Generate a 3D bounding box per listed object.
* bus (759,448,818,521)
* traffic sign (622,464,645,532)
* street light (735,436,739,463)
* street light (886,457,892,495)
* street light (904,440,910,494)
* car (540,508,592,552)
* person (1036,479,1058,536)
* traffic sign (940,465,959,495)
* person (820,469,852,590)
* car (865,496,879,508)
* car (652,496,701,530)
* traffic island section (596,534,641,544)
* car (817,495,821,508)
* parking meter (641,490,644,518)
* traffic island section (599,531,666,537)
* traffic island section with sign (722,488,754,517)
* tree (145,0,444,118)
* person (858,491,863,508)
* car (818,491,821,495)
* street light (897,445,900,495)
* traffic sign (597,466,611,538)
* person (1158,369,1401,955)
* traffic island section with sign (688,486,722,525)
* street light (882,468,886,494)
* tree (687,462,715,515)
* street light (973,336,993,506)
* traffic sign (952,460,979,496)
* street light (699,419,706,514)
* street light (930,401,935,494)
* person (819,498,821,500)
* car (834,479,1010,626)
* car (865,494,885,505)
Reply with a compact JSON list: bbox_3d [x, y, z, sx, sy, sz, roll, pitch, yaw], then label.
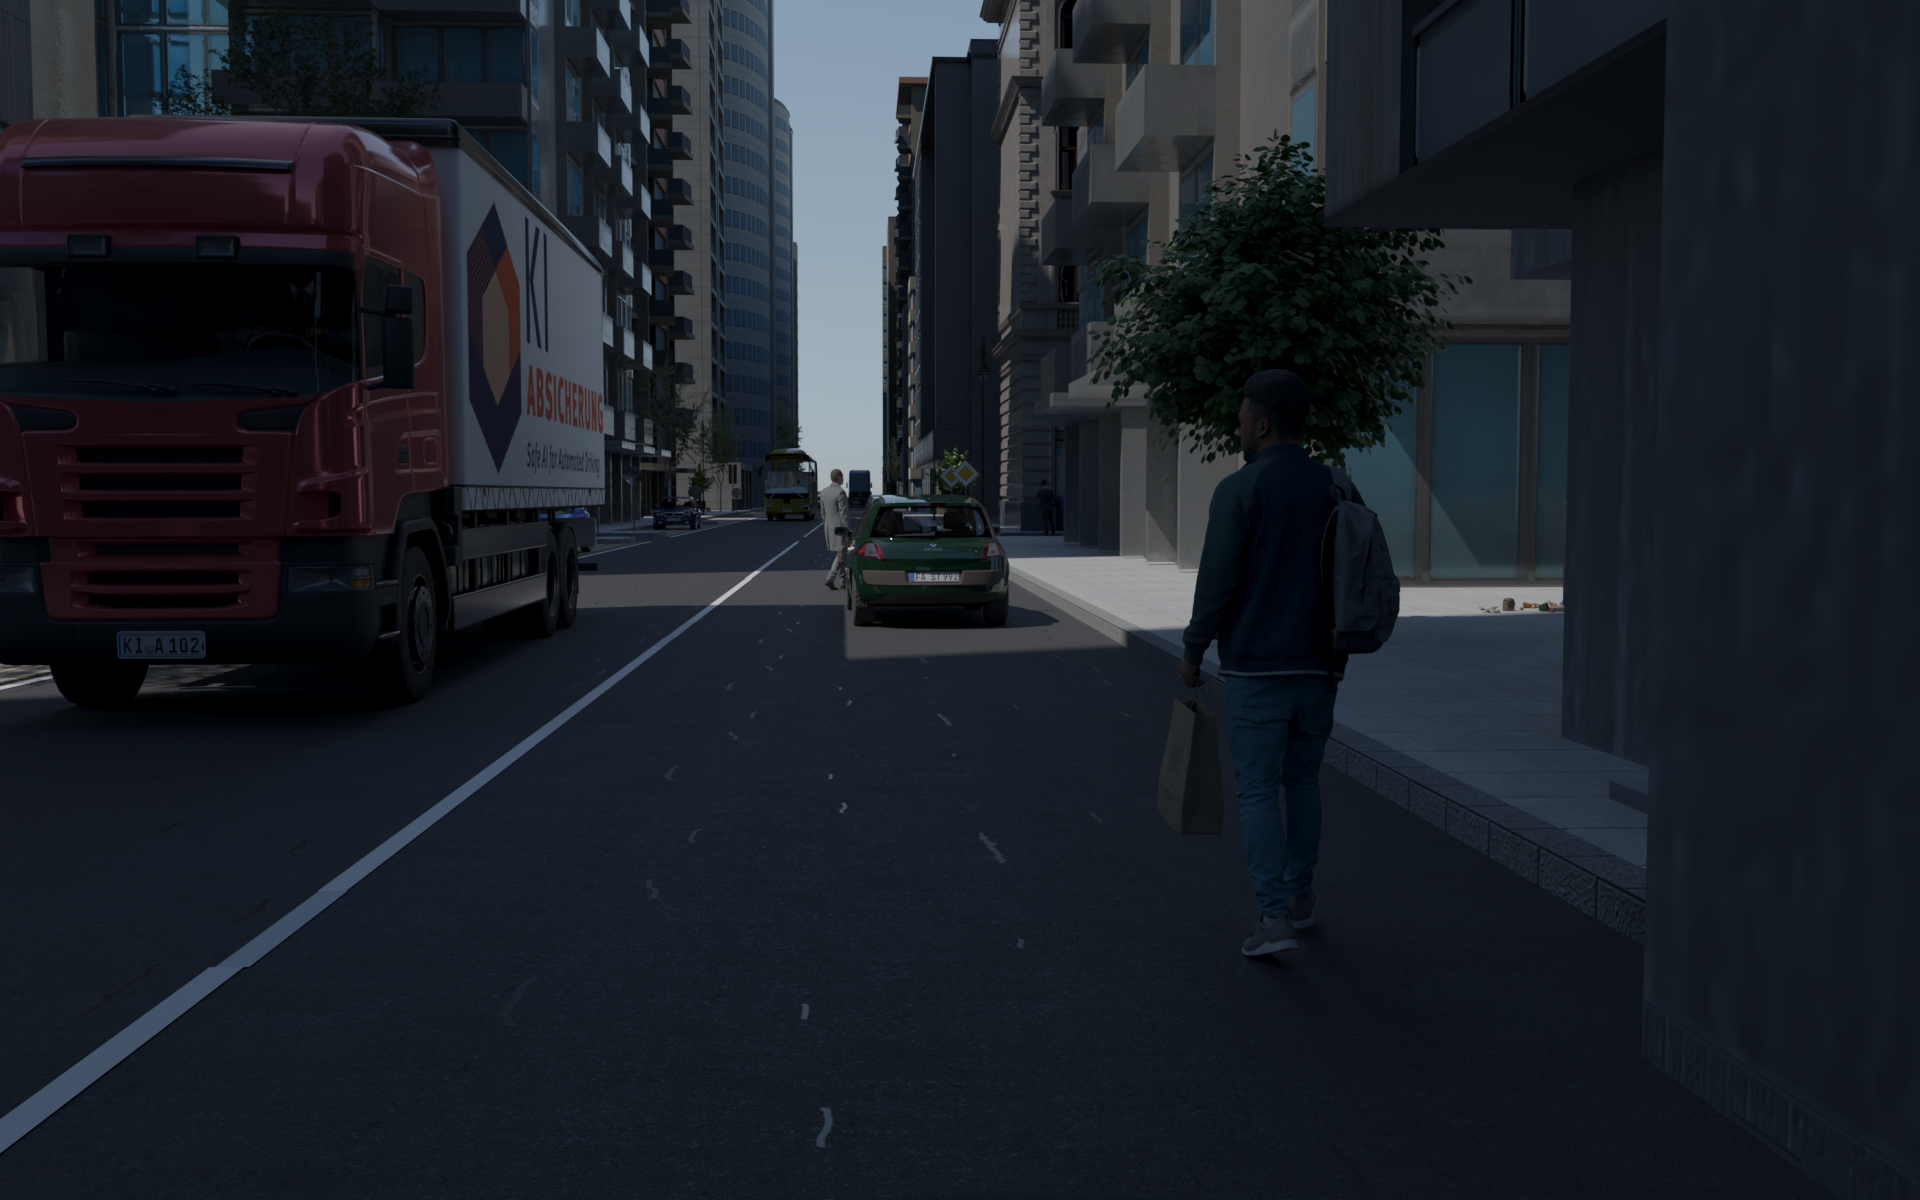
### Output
[{"bbox_3d":[-9.418,-6.450,97.006,2.896,3.916,12.252,0,4,-3],"label":"bus"},{"bbox_3d":[-11.019,-3.356,58.509,0.795,2.450,0.064,0,4,-3],"label":"traffic sign"},{"bbox_3d":[-17.390,-9.942,135.343,0.468,5.910,1.993,0,4,-3],"label":"street light"},{"bbox_3d":[-8.409,-14.514,210.097,0.468,5.910,1.993,0,4,-3],"label":"street light"},{"bbox_3d":[-4.089,-9.845,133.761,0.468,5.910,1.993,0,4,-3],"label":"street light"},{"bbox_3d":[-9.845,-1.936,41.247,1.945,1.707,3.694,0,4,-3],"label":"car"},{"bbox_3d":[2.720,-2.857,54.575,0.648,1.900,0.474,-1,4,-18],"label":"person"},{"bbox_3d":[-0.291,-3.392,59.097,0.795,2.450,0.064,0,4,-3],"label":"traffic sign"},{"bbox_3d":[-1.797,-1.064,26.002,0.767,1.812,0.694,-3,5,-40],"label":"person"},{"bbox_3d":[-5.164,-6.078,111.958,1.945,1.354,3.894,0,4,-1],"label":"car"},{"bbox_3d":[-11.472,-3.533,70.337,1.945,1.354,3.894,0,4,-4],"label":"car"},{"bbox_3d":[-10.589,-1.732,50.597,2.009,0.180,2.903,0,4,-3],"label":"traffic island section"},{"bbox_3d":[-12.761,-8.570,152.694,1.945,1.354,3.894,0,4,-4],"label":"car"},{"bbox_3d":[-17.103,-5.148,92.575,0.372,1.533,0.369,0,3,0],"label":"parking meter"},{"bbox_3d":[-11.042,-2.219,58.569,2.009,0.180,2.903,0,4,-3],"label":"traffic island section"},{"bbox_3d":[-13.868,-6.079,108.025,1.989,1.847,2.006,0,4,-3],"label":"traffic island section with sign"},{"bbox_3d":[-12.494,-5.996,32.444,8.767,10.594,7.601,1,4,15],"label":"tree"},{"bbox_3d":[-9.930,-10.057,173.454,0.617,1.759,0.750,-1,4,-20],"label":"person"},{"bbox_3d":[-16.295,-12.118,206.794,2.281,1.827,5.304,0,4,-4],"label":"car"},{"bbox_3d":[-5.720,-11.553,161.676,0.468,5.910,1.993,0,4,-3],"label":"street light"},{"bbox_3d":[-10.566,-2.868,50.537,0.795,2.450,0.064,0,4,-3],"label":"traffic sign"},{"bbox_3d":[0.962,0.184,5.482,0.794,1.824,0.713,0,4,-2],"label":"person"},{"bbox_3d":[-12.293,-4.402,80.594,1.989,1.847,2.006,0,4,-3],"label":"traffic island section with sign"},{"bbox_3d":[-10.371,-16.572,243.732,0.468,5.910,1.993,0,4,-3],"label":"street light"},{"bbox_3d":[-15.648,-6.739,104.792,1.663,3.219,1.824,0,3,0],"label":"tree"},{"bbox_3d":[0.671,-4.764,50.685,0.468,5.910,1.993,0,4,-3],"label":"street light"},{"bbox_3d":[0.163,-2.904,51.125,0.795,2.450,0.064,0,4,-3],"label":"traffic sign"},{"bbox_3d":[-15.850,-8.200,106.854,0.468,5.910,1.993,0,4,-3],"label":"street light"},{"bbox_3d":[-1.276,-6.908,85.728,0.468,5.910,1.993,0,4,-3],"label":"street light"},{"bbox_3d":[-11.343,-8.454,146.817,1.348,1.812,0.705,2,4,25],"label":"person"},{"bbox_3d":[-0.455,-0.640,20.252,2.009,1.686,4.222,0,4,-5],"label":"car"},{"bbox_3d":[-5.795,-6.819,123.500,2.014,1.417,4.499,0,4,-3],"label":"car"}]
